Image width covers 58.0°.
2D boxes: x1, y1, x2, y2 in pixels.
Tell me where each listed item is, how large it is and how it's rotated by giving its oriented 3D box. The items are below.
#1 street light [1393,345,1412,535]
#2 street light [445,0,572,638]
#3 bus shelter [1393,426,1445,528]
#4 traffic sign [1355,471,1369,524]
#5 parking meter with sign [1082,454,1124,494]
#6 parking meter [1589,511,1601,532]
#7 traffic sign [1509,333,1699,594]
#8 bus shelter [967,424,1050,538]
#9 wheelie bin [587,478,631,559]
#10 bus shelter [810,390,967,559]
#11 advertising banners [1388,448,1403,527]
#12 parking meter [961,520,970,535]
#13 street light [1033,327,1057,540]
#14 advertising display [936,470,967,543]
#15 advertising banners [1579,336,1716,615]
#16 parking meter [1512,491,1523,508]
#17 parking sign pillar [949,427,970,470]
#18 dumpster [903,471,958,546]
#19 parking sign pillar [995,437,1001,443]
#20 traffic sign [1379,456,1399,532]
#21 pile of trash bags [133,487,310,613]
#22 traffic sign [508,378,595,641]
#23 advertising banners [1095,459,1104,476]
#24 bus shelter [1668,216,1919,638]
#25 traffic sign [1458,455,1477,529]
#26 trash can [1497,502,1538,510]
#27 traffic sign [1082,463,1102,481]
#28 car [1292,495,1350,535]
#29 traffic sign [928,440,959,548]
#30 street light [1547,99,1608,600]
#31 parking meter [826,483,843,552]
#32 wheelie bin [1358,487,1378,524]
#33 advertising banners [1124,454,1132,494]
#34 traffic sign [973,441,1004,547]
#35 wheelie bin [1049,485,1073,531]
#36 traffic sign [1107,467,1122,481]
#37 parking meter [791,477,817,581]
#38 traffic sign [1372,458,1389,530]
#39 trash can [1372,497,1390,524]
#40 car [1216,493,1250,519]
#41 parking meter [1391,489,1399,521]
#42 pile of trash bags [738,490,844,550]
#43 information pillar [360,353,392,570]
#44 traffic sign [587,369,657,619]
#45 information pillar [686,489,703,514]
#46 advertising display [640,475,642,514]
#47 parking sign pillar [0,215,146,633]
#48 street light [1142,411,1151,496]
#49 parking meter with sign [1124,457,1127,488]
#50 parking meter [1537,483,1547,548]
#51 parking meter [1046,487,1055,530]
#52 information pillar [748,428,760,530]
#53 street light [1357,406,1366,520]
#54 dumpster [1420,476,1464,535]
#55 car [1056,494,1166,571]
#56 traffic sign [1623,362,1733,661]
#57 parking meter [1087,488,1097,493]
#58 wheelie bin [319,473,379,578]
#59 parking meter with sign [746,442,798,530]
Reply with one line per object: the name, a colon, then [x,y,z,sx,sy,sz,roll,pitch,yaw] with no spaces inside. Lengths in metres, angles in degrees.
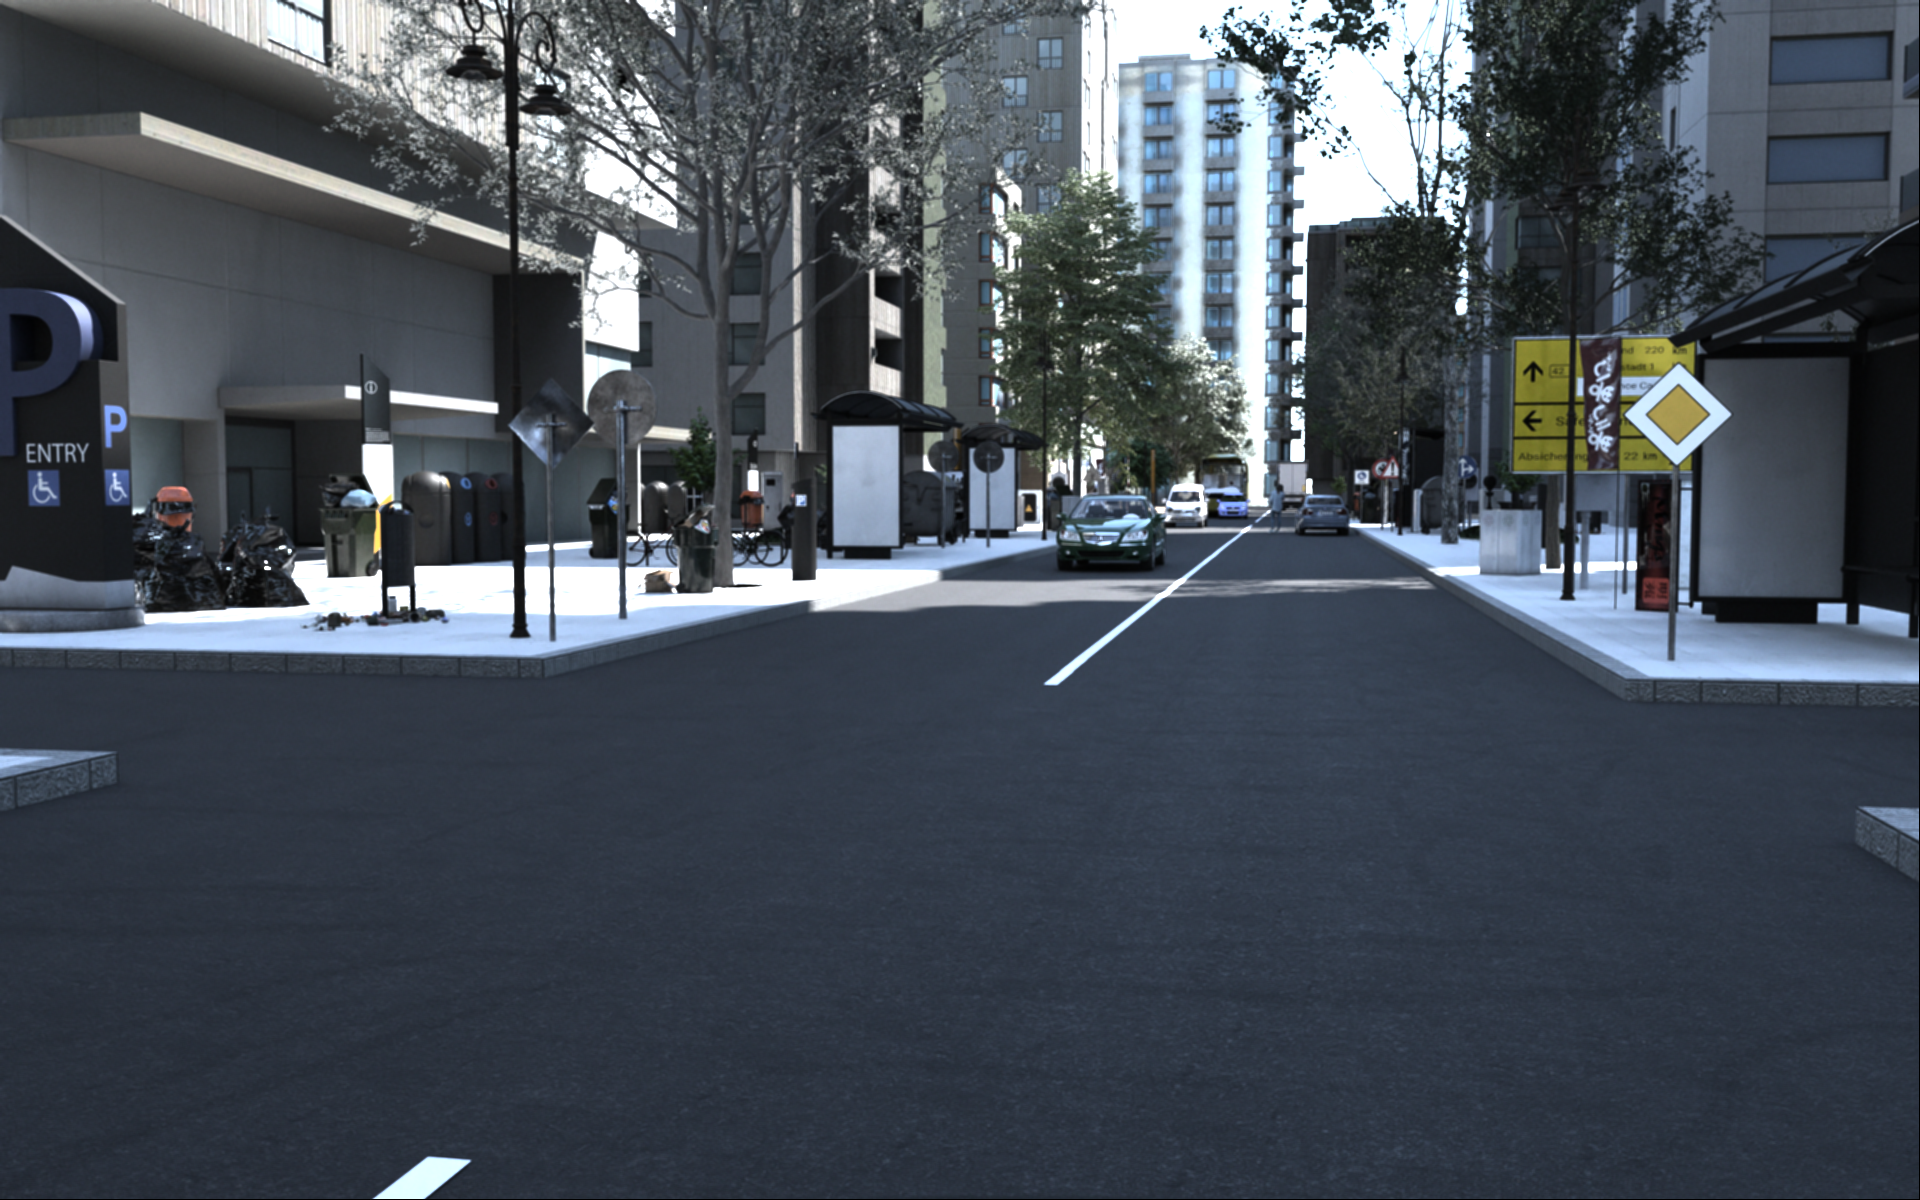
street light: [13.719,-4.956,53.815,0.468,5.910,1.993,1,4,11]
street light: [-3.945,-2.603,15.355,0.468,5.910,1.993,1,4,11]
bus shelter: [16.655,-4.350,62.404,1.731,3.624,6.357,1,4,11]
traffic sign: [17.169,-4.398,74.043,0.606,2.300,0.079,1,4,15]
parking meter with sign: [6.143,-4.817,75.018,1.738,3.016,0.543,-2,4,-34]
parking meter: [21.053,-2.996,57.390,0.372,1.533,0.369,0,3,0]
traffic sign: [8.231,-1.734,22.227,2.265,3.308,0.079,1,4,12]
bus shelter: [1.357,-3.599,52.774,2.014,3.302,5.546,1,4,11]
wheelie bin: [-7.017,-1.634,34.631,0.693,1.594,0.980,-3,5,-45]
bus shelter: [-1.413,-2.605,36.513,2.014,3.302,5.546,1,4,11]
advertising banners: [17.022,-4.343,67.197,0.090,3.025,2.074,3,4,38]
parking meter: [0.133,-2.845,54.924,0.372,1.533,0.369,0,3,0]
street light: [2.351,-4.611,48.172,0.468,5.910,1.993,1,4,11]
advertising display: [-0.239,-2.499,46.080,0.974,1.923,0.123,3,4,37]
advertising banners: [7.626,-1.384,18.809,0.090,3.025,2.074,-3,4,-38]
parking meter: [19.133,-3.124,59.485,0.372,1.533,0.369,0,3,0]
parking sign pillar: [-0.210,-4.981,69.908,1.447,3.967,1.447,1,4,13]
dumpster: [-0.830,-2.302,43.395,1.264,1.857,1.865,1,4,11]
parking sign pillar: [1.050,-5.090,71.686,1.447,3.967,1.447,-2,4,-30]
traffic sign: [14.561,-3.566,58.316,0.884,2.594,0.081,1,4,20]
pile of trash bags: [-8.999,-0.650,20.387,1.912,1.369,3.447,-2,4,-35]
traffic sign: [-3.547,-0.697,15.031,0.795,2.450,0.064,1,4,11]
advertising banners: [7.527,-5.435,85.046,2.074,3.025,0.090,3,4,36]
bus shelter: [7.626,-1.269,14.676,2.014,3.302,5.546,1,4,11]
traffic sign: [16.664,-3.494,57.234,0.768,2.556,0.104,1,4,18]
trash can: [10.424,-1.270,32.412,0.748,1.137,0.748,0,3,0]
traffic sign: [5.547,-4.450,72.760,0.884,2.594,0.081,1,4,19]
car: [12.817,-3.020,61.386,2.014,1.417,4.499,1,4,9]
traffic sign: [-0.401,-2.506,41.080,0.768,2.556,0.104,1,4,12]
street light: [7.365,-2.938,20.816,0.468,5.910,1.993,1,4,11]
parking meter: [-2.794,-1.846,38.595,0.372,1.533,0.369,0,3,0]
wheelie bin: [17.711,-4.113,75.152,0.693,1.594,0.980,-2,4,-24]
advertising banners: [7.145,-4.765,74.094,0.090,3.025,2.074,1,4,10]
traffic sign: [0.678,-2.538,41.603,0.768,2.556,0.104,1,4,16]
wheelie bin: [3.484,-3.172,59.775,0.980,1.594,0.693,-3,4,-36]
traffic sign: [7.189,-4.948,81.009,0.768,2.556,0.104,1,4,17]
parking meter: [-2.309,-1.053,25.632,0.372,1.533,0.369,0,3,0]
traffic sign: [15.088,-3.775,61.827,0.768,2.556,0.104,1,4,12]
trash can: [17.913,-3.796,73.710,0.748,1.137,0.748,0,3,0]
car: [15.856,-5.558,100.457,1.945,1.707,3.694,1,4,9]
parking meter: [20.093,-4.374,79.919,0.372,1.533,0.369,0,3,0]
pile of trash bags: [-3.799,-1.924,41.213,3.447,1.369,1.912,2,4,27]
information pillar: [-9.790,-2.305,29.040,0.183,3.616,0.504,3,5,45]
traffic sign: [-3.467,-1.078,17.736,0.768,2.556,0.104,1,4,12]
information pillar: [-6.808,-2.442,44.422,0.304,2.012,0.304,3,5,39]
advertising display: [-10.565,-3.030,54.755,0.974,1.923,0.123,-1,4,-9]
parking sign pillar: [-8.643,-1.718,16.565,1.447,3.967,1.447,1,4,12]
street light: [8.659,-6.618,80.987,0.468,5.910,1.993,1,4,11]
parking meter with sign: [7.003,-5.265,82.348,1.738,3.016,0.543,1,4,15]
parking meter: [13.842,-1.991,40.966,0.372,1.533,0.369,0,3,0]
parking meter: [3.243,-3.236,61.325,0.372,1.533,0.369,0,3,0]
information pillar: [-7.353,-4.293,61.551,0.183,3.616,0.504,2,4,31]
street light: [20.008,-6.963,86.633,0.468,5.910,1.993,1,4,11]
dumpster: [15.396,-3.029,55.284,1.264,1.857,1.865,1,4,11]
car: [3.027,-1.361,34.056,2.131,1.459,4.920,1,4,11]
traffic sign: [5.481,-0.590,13.290,0.795,2.450,0.064,1,4,11]
parking meter: [5.071,-3.550,66.445,0.372,1.533,0.369,0,3,0]
wheelie bin: [-9.386,-1.146,26.648,0.980,1.594,0.693,1,4,19]
parking meter with sign: [-6.321,-3.793,58.274,1.738,3.016,0.543,-1,4,-9]
